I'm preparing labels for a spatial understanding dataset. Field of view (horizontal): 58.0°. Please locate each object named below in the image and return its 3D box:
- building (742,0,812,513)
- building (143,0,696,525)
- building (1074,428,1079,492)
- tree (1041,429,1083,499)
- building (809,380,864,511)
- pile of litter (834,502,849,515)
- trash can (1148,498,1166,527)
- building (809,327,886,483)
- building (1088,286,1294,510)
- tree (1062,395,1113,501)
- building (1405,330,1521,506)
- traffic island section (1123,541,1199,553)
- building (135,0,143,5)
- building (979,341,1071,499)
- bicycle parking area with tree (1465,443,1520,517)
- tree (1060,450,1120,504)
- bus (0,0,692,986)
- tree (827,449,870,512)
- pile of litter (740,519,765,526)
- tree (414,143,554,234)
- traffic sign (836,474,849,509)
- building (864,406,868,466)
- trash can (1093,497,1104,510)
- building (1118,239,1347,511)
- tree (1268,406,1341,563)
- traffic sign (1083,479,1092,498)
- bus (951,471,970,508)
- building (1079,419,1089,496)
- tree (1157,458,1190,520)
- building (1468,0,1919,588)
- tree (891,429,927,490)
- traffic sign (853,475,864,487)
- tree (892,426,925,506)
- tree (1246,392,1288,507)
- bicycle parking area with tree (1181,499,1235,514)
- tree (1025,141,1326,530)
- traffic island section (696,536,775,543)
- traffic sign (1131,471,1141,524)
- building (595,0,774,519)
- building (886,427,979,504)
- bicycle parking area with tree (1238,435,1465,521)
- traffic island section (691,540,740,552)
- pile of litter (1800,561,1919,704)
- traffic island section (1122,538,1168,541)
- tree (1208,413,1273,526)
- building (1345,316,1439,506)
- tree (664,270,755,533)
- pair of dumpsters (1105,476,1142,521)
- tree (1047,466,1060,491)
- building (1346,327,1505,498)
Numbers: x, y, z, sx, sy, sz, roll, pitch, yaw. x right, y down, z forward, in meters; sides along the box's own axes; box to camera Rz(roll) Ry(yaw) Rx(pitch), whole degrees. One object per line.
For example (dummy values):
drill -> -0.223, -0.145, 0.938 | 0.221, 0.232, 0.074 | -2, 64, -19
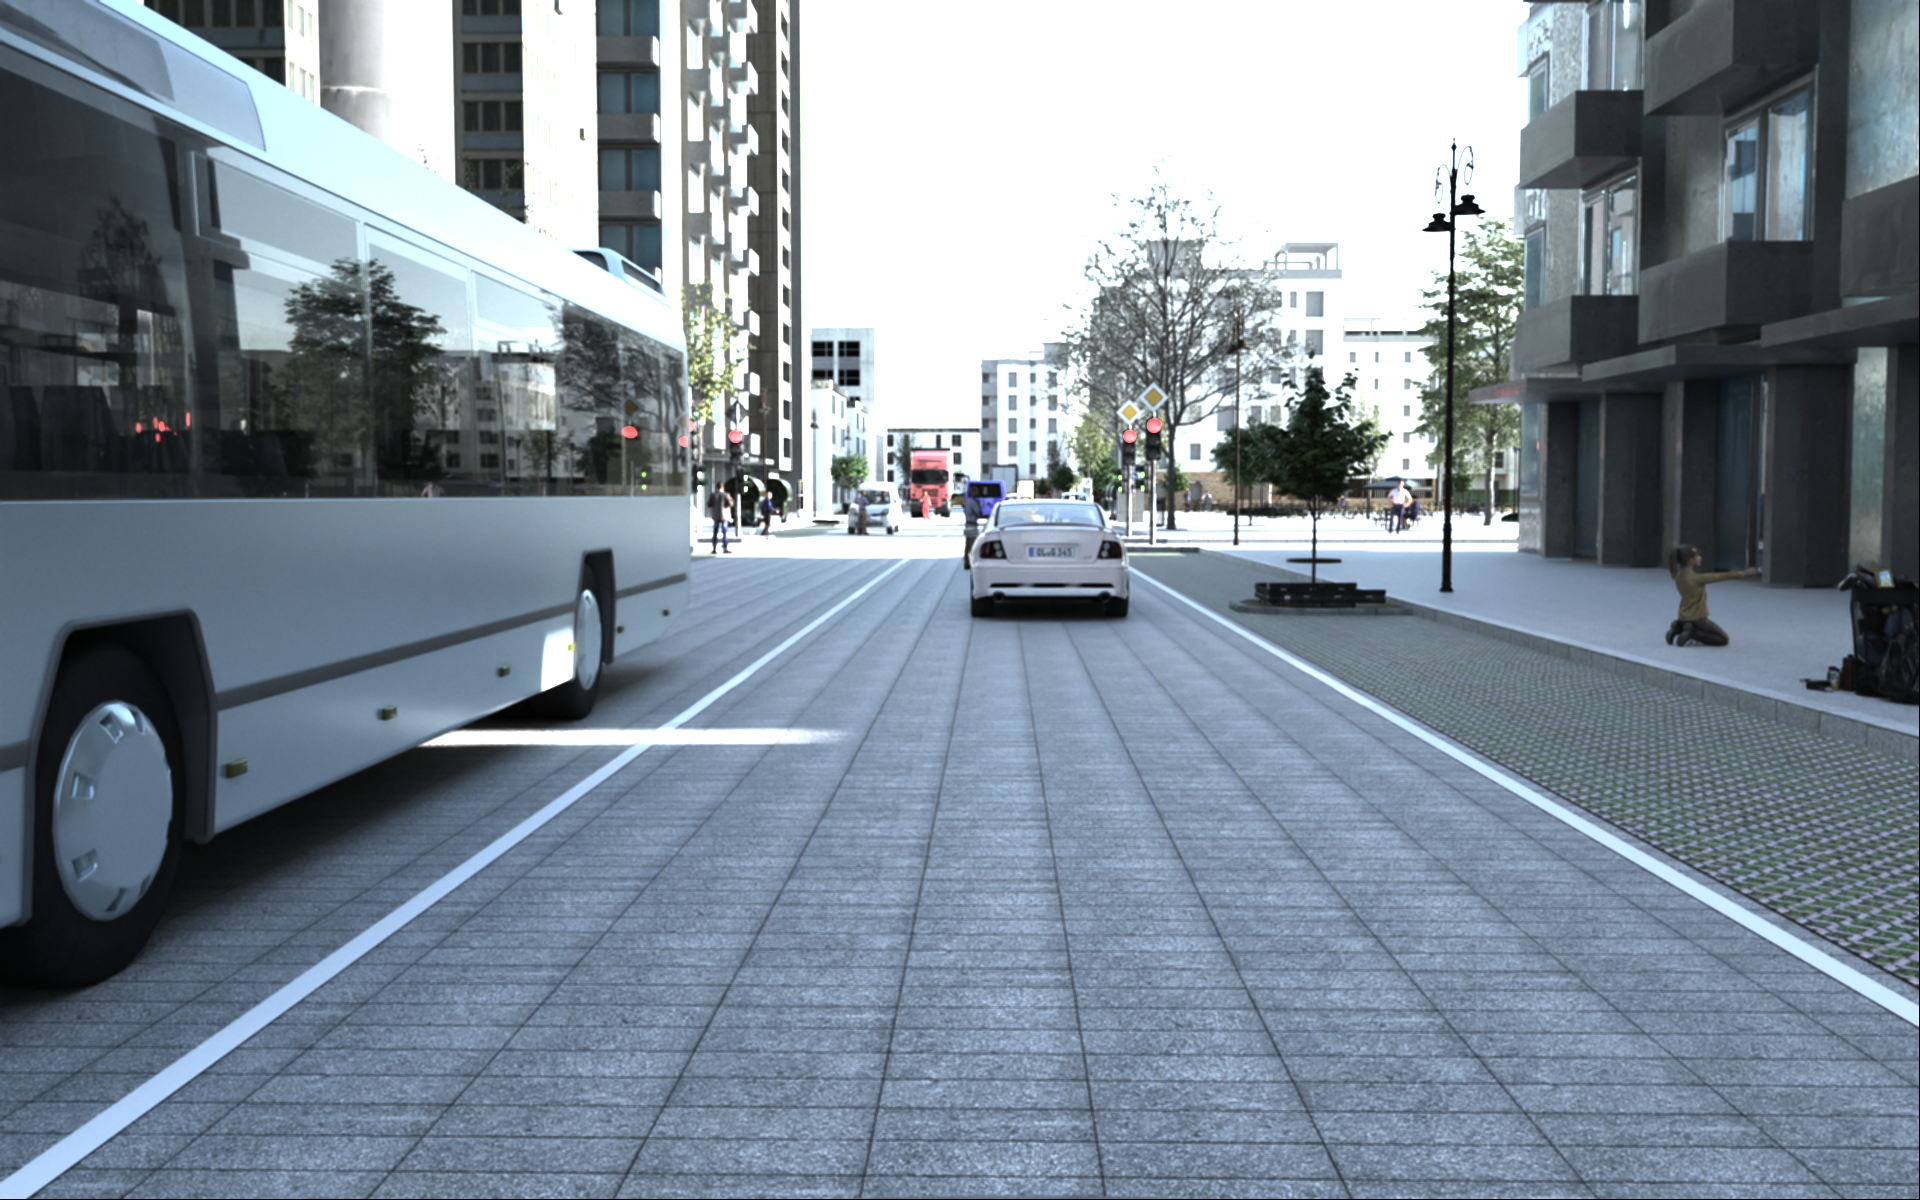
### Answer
building -> -17.752, -26.416, 115.502 | 14.154, 41.232, 14.086 | 0, 4, 1
building -> -27.430, -22.877, 65.915 | 32.217, 40.220, 23.993 | 0, 4, 1
building -> 28.340, -16.851, 217.666 | 28.070, 9.664, 9.099 | 0, 4, 1
tree -> 10.760, -14.886, 193.744 | 4.360, 8.622, 3.978 | 0, 3, 0
building -> -13.713, -12.190, 141.449 | 9.099, 9.664, 28.070 | 0, 4, 1
pile of litter -> -7.391, -5.801, 108.810 | 1.176, 0.858, 1.719 | 0, 4, -4
trash can -> 7.700, -3.427, 67.684 | 0.748, 1.137, 0.748 | 0, 3, 0
building -> -24.445, -19.901, 191.845 | 31.486, 18.905, 16.747 | 0, 4, 1
building -> 20.780, -17.692, 155.714 | 16.747, 18.905, 31.486 | 0, 4, 1
tree -> 9.643, -10.833, 127.476 | 4.737, 8.622, 4.395 | 0, 3, 0
building -> 66.570, -19.824, 190.575 | 31.486, 18.905, 16.747 | 0, 4, 1
traffic island section -> 4.848, -1.295, 43.457 | 2.009, 0.180, 2.903 | 0, 4, 1
building -> -25.271, -21.451, 34.312 | 14.086, 41.232, 14.154 | 0, 4, 1
building -> 8.145, -22.309, 221.166 | 11.380, 20.091, 16.016 | 0, 4, 1
bicycle parking area with tree -> 31.702, -6.793, 98.070 | 9.016, 4.147, 8.231 | 2, 4, 29
tree -> 9.836, -8.483, 122.419 | 4.285, 4.588, 4.351 | 0, 3, 0
bus -> -3.644, -0.795, 7.859 | 2.948, 3.499, 13.247 | 0, 4, 1
tree -> -7.915, -8.614, 124.556 | 4.285, 4.588, 4.351 | 0, 3, 0
pile of litter -> -8.383, -3.396, 69.483 | 1.176, 0.858, 1.719 | 0, 4, -1
tree -> -10.272, -5.244, 36.094 | 4.360, 8.622, 3.978 | 0, 3, 0
traffic sign -> -7.537, -6.784, 110.929 | 0.884, 2.594, 0.081 | 0, 4, 5
building -> -13.551, -13.904, 169.470 | 9.099, 9.664, 28.070 | 0, 4, 1
trash can -> 7.886, -5.316, 98.565 | 0.748, 1.137, 0.748 | 0, 3, 0
building -> 20.485, -16.995, 134.285 | 16.016, 20.091, 11.380 | 0, 4, 1
tree -> 6.539, -2.325, 32.613 | 1.663, 3.219, 1.824 | 0, 3, 0
traffic sign -> 8.188, -6.691, 111.525 | 0.606, 2.300, 0.079 | 0, 4, 2
bus -> -0.474, -11.829, 184.956 | 2.896, 3.916, 12.252 | 0, 4, 3
building -> 18.252, -14.901, 185.781 | 9.099, 9.664, 28.070 | 0, 4, 1
tree -> 10.706, -5.678, 87.431 | 1.663, 3.219, 1.824 | 0, 3, 0
building -> 21.529, -24.714, 23.690 | 23.786, 49.044, 30.456 | 0, 4, 1
tree -> -5.633, -14.900, 193.970 | 4.737, 8.622, 4.395 | 0, 3, 0
traffic sign -> -6.935, -7.215, 118.077 | 0.768, 2.556, 0.104 | 0, 4, 2
tree -> -5.649, -14.490, 187.270 | 4.360, 8.622, 3.978 | 0, 3, 0
tree -> 21.881, -10.518, 122.334 | 4.360, 8.622, 3.978 | 0, 3, 0
bicycle parking area with tree -> 18.793, -7.672, 112.441 | 9.016, 4.147, 8.231 | 1, 4, 9
tree -> 7.434, -9.238, 61.417 | 12.009, 13.543, 11.850 | 0, 3, 0
traffic island section -> -6.653, -1.800, 51.704 | 2.009, 0.180, 2.903 | 0, 4, 1
traffic sign -> 7.551, -4.472, 75.243 | 0.606, 2.300, 0.079 | 0, 4, 5
building -> -23.068, -28.937, 92.729 | 23.786, 49.044, 30.456 | 0, 4, 1
building -> -11.647, -16.916, 218.719 | 28.070, 9.664, 9.099 | 0, 4, 1
bicycle parking area with tree -> 19.449, -6.127, 87.173 | 9.016, 4.147, 8.231 | 0, 4, -2
traffic island section -> -6.831, -1.311, 43.721 | 2.009, 0.180, 2.903 | 0, 4, 1
pile of litter -> 6.122, 0.176, 11.082 | 1.176, 0.858, 1.719 | 0, 4, 6
traffic island section -> 5.026, -1.783, 51.440 | 2.009, 0.180, 2.903 | 0, 4, 1
tree -> 11.760, -5.294, 70.271 | 4.285, 4.588, 4.351 | 0, 3, 0
building -> 45.134, -20.442, 190.647 | 11.380, 20.091, 16.016 | 0, 4, 1
tree -> -8.782, -6.486, 56.416 | 4.737, 8.622, 4.395 | 0, 3, 0
pair of dumpsters -> 7.775, -4.847, 81.749 | 1.574, 2.255, 4.437 | 0, 4, 1
tree -> 10.535, -11.668, 174.477 | 4.285, 4.588, 4.351 | 0, 3, 0
building -> 59.144, -23.370, 226.066 | 32.646, 21.610, 27.936 | 0, 4, 1
